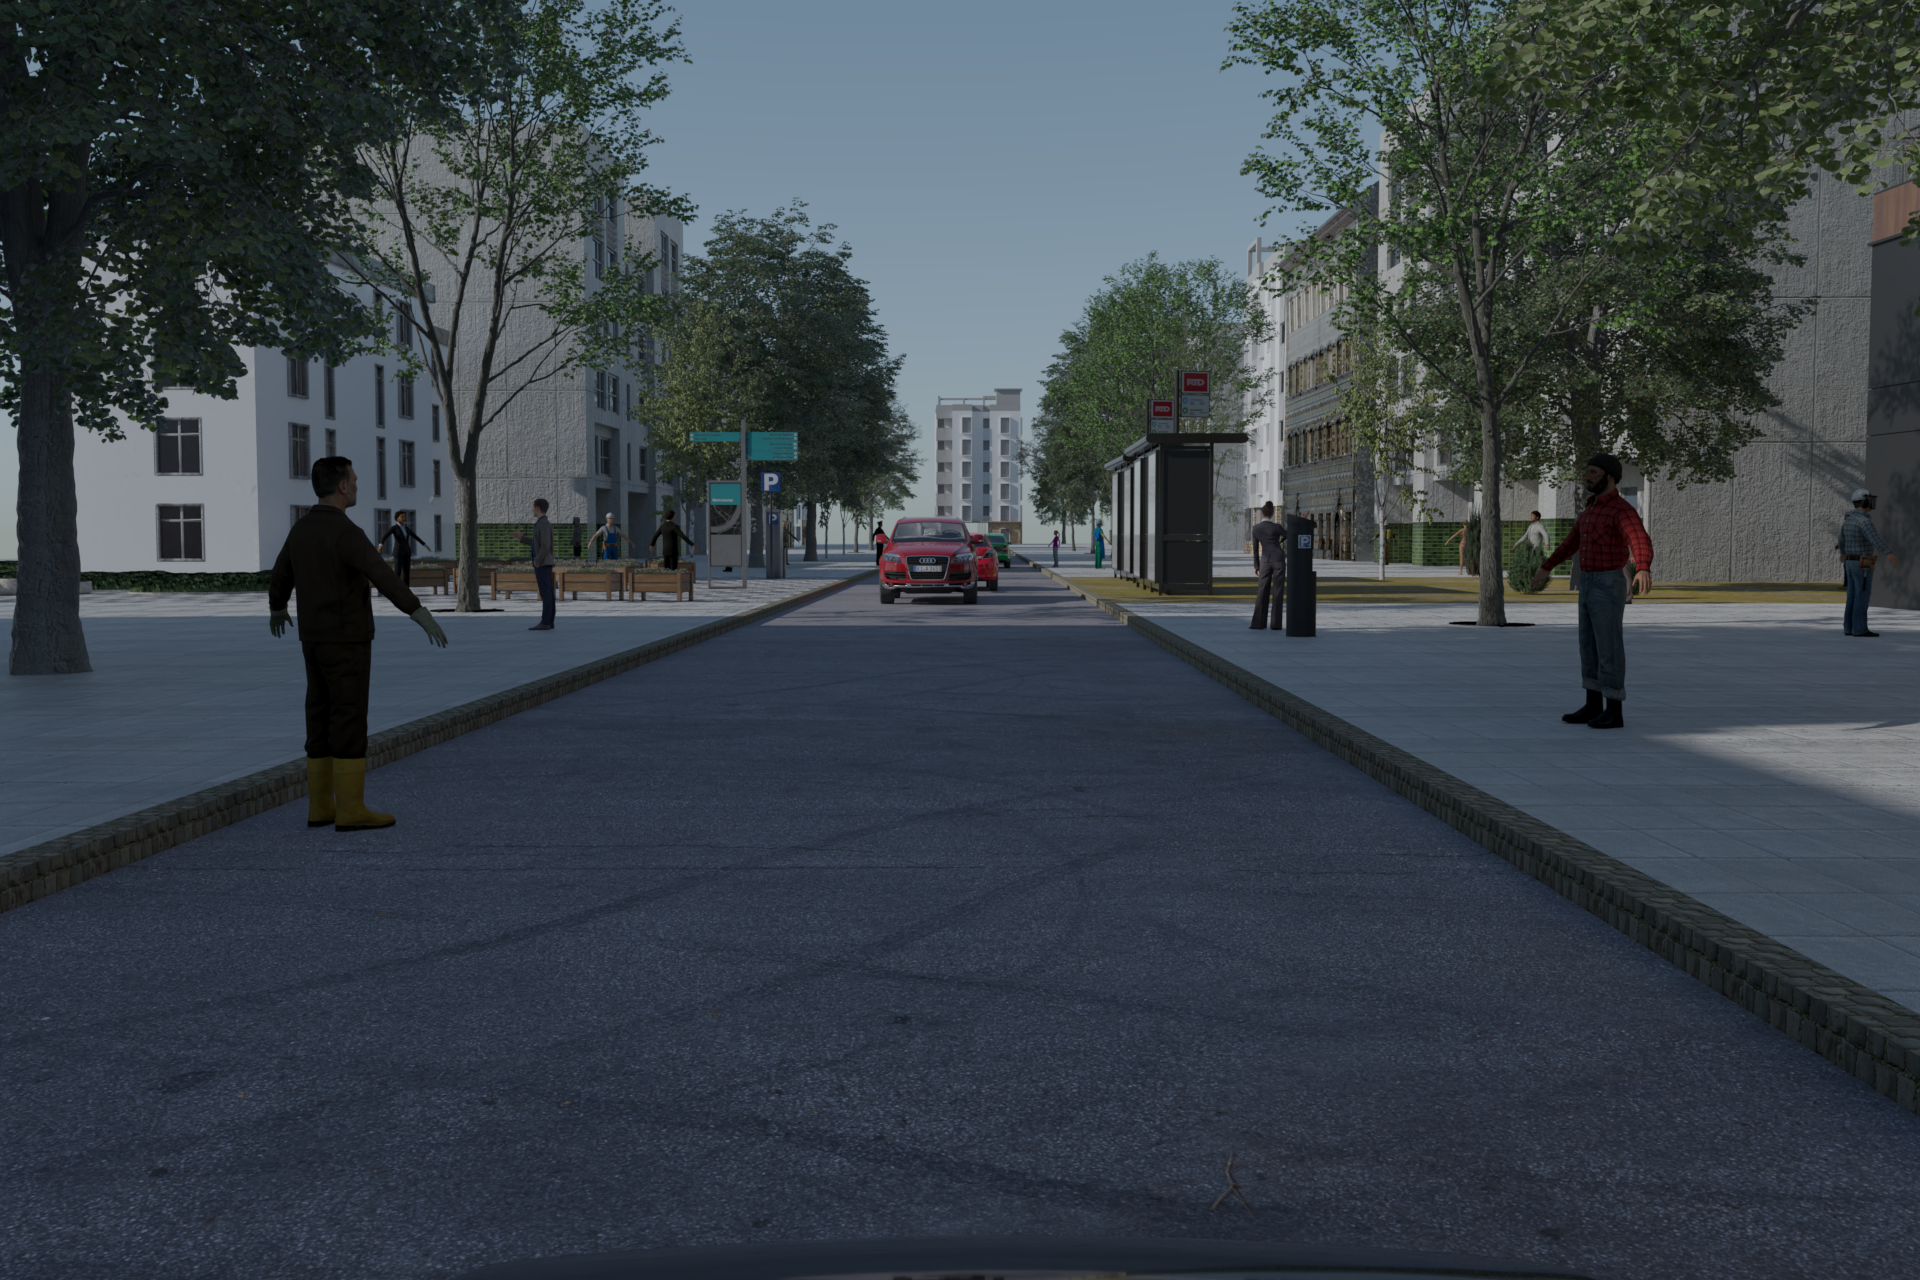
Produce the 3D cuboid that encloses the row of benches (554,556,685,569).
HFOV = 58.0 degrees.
[{"bbox_3d":[-9.791,-2.095,49.720,4.104,0.672,1.422,-1,4,-22],"label":"row of benches"}]

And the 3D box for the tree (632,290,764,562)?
[{"bbox_3d":[-8.196,-6.295,53.283,4.737,8.622,4.395,0,3,0],"label":"tree"}]

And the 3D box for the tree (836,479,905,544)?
[{"bbox_3d":[-11.848,-19.327,226.370,12.009,13.543,11.850,0,3,0],"label":"tree"}]

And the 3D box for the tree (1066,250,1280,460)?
[{"bbox_3d":[7.672,-8.357,62.386,9.928,11.665,9.643,0,3,0],"label":"tree"}]

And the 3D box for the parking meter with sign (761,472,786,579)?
[{"bbox_3d":[-5.317,-3.277,49.835,0.543,3.016,1.738,0,4,2],"label":"parking meter with sign"}]

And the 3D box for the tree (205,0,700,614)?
[{"bbox_3d":[-8.095,-6.255,28.032,9.928,11.665,9.643,0,3,0],"label":"tree"}]

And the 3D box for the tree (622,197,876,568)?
[{"bbox_3d":[-7.882,-9.733,65.783,9.857,13.997,8.962,0,3,0],"label":"tree"}]

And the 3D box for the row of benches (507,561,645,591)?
[{"bbox_3d":[-8.860,-1.508,40.125,4.104,0.672,1.422,2,4,35],"label":"row of benches"}]

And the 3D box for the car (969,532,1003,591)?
[{"bbox_3d":[0.057,-2.204,45.083,2.155,1.783,4.494,0,4,-1],"label":"car"}]

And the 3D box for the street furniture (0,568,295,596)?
[{"bbox_3d":[-18.931,-1.419,38.820,10.072,0.657,5.734,-1,4,-23],"label":"street furniture"}]

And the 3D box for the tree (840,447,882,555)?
[{"bbox_3d":[-6.906,-9.460,105.030,4.737,8.622,4.395,0,3,0],"label":"tree"}]

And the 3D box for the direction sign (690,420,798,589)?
[{"bbox_3d":[-5.034,-3.196,41.022,2.525,3.948,1.411,0,4,1],"label":"direction sign"}]

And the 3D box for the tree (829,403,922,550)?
[{"bbox_3d":[-6.863,-13.264,134.996,7.486,12.596,7.792,0,3,0],"label":"tree"}]

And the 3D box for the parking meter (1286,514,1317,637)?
[{"bbox_3d":[4.274,-0.811,21.670,0.372,1.533,0.369,0,3,0],"label":"parking meter"}]

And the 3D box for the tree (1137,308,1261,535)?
[{"bbox_3d":[7.867,-6.493,56.521,4.360,8.622,3.978,0,3,0],"label":"tree"}]

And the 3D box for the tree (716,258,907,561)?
[{"bbox_3d":[-7.070,-10.714,81.826,9.857,13.997,8.962,0,3,0],"label":"tree"}]

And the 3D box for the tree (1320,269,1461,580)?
[{"bbox_3d":[11.868,-5.979,48.124,4.737,8.622,4.395,0,3,0],"label":"tree"}]

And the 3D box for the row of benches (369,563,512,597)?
[{"bbox_3d":[-11.450,-1.277,36.337,4.104,0.672,1.422,-3,5,-40],"label":"row of benches"}]

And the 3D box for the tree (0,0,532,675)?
[{"bbox_3d":[-8.561,-6.669,15.695,9.857,13.997,8.962,0,3,0],"label":"tree"}]

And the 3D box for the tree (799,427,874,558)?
[{"bbox_3d":[-6.887,-8.646,91.716,4.737,8.622,4.395,0,3,0],"label":"tree"}]

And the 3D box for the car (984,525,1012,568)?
[{"bbox_3d":[1.253,-3.977,73.819,1.959,1.807,4.718,0,4,1],"label":"car"}]

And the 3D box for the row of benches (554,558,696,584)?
[{"bbox_3d":[-8.743,-1.747,44.033,4.104,0.672,1.422,-2,4,-32],"label":"row of benches"}]

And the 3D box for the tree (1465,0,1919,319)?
[{"bbox_3d":[6.704,-5.647,10.460,7.486,12.596,7.792,0,3,0],"label":"tree"}]

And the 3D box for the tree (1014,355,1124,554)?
[{"bbox_3d":[8.582,-12.311,111.662,12.009,13.543,11.850,0,3,0],"label":"tree"}]

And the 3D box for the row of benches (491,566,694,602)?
[{"bbox_3d":[-7.169,-1.093,33.340,4.104,0.672,1.422,1,4,14],"label":"row of benches"}]

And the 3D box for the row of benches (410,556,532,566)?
[{"bbox_3d":[-13.819,-2.092,49.660,4.104,0.672,1.422,-1,4,-10],"label":"row of benches"}]

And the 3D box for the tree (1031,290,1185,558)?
[{"bbox_3d":[8.446,-11.356,92.326,9.857,13.997,8.962,0,3,0],"label":"tree"}]

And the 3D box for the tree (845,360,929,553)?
[{"bbox_3d":[-6.926,-12.668,117.497,12.009,13.543,11.850,0,3,0],"label":"tree"}]

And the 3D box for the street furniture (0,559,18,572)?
[{"bbox_3d":[-31.441,-2.194,51.506,5.734,0.657,10.072,0,4,-1],"label":"street furniture"}]

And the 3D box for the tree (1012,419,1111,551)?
[{"bbox_3d":[8.353,-11.967,130.067,8.767,10.594,7.601,-3,5,-43],"label":"tree"}]

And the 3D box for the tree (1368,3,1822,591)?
[{"bbox_3d":[14.157,-8.105,39.164,9.857,13.997,8.962,0,3,0],"label":"tree"}]

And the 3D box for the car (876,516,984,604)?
[{"bbox_3d":[-0.633,-1.745,37.207,2.281,1.827,5.304,0,4,0],"label":"car"}]

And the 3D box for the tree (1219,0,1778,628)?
[{"bbox_3d":[7.350,-6.012,24.053,9.928,11.665,9.643,0,3,0],"label":"tree"}]

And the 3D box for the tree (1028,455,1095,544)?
[{"bbox_3d":[13.642,-19.502,225.505,9.857,13.997,8.962,0,3,0],"label":"tree"}]

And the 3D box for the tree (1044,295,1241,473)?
[{"bbox_3d":[7.489,-8.937,71.878,9.928,11.665,9.643,0,3,0],"label":"tree"}]

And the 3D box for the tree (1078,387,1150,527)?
[{"bbox_3d":[7.689,-7.947,80.290,4.360,8.622,3.978,0,3,0],"label":"tree"}]
